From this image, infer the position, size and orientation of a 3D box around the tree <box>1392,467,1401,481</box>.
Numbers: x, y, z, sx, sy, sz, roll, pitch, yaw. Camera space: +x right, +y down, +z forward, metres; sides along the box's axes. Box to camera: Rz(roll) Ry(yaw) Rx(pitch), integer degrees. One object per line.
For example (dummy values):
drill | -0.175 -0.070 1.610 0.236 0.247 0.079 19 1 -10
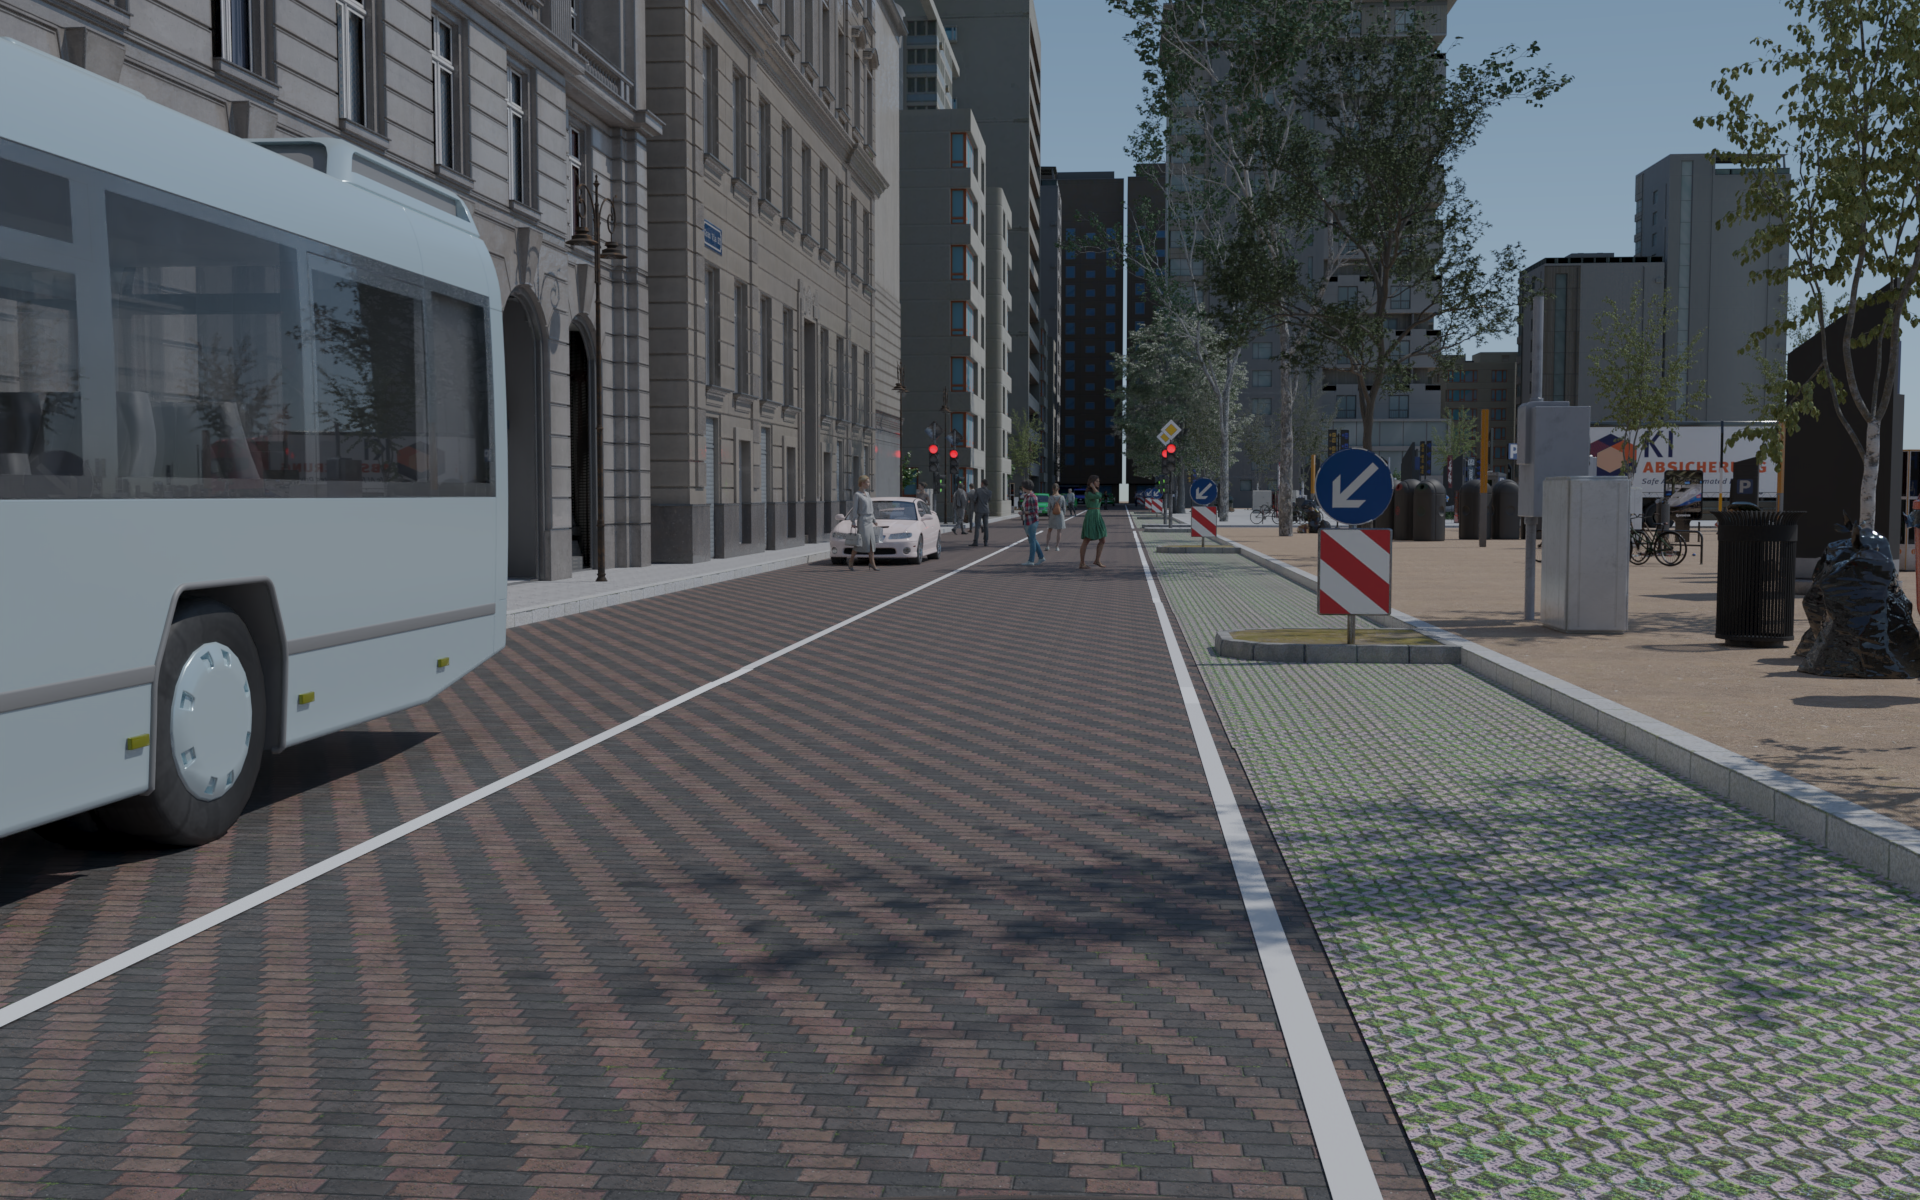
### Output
tree | 31.628 -8.003 125.457 1.663 3.219 1.824 0 3 0

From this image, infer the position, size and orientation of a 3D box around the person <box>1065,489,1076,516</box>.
person | 7.064 -6.258 111.310 0.782 1.767 0.515 2 4 35

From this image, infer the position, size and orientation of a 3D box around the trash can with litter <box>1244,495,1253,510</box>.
trash can with litter | 23.099 -7.741 137.623 1.678 1.210 2.233 2 4 35

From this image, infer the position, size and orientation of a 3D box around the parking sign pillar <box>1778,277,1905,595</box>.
parking sign pillar | 11.312 -2.062 22.180 1.447 3.967 1.447 -3 5 -43

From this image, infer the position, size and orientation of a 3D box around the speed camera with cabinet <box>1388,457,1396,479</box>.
speed camera with cabinet | 23.722 -6.030 92.919 2.038 3.252 0.660 1 4 23

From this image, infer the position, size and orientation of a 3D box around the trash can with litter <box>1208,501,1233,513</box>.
trash can with litter | 17.427 -6.530 117.829 2.233 1.210 1.678 1 4 8

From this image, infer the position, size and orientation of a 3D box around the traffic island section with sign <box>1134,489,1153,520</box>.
traffic island section with sign | 10.991 -5.448 97.699 1.989 1.847 2.006 0 4 5

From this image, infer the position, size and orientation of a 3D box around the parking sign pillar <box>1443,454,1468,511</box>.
parking sign pillar | 33.005 -7.791 115.854 1.447 3.967 1.447 2 4 29

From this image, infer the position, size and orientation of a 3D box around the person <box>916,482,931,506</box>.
person | -1.184 -2.562 50.730 0.599 1.781 0.374 2 4 29

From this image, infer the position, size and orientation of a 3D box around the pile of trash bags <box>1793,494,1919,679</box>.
pile of trash bags | 6.883 -0.146 12.140 1.912 1.369 3.447 2 4 27

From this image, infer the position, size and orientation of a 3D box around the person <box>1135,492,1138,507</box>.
person | 19.019 -10.892 187.521 0.436 1.711 0.756 1 4 13

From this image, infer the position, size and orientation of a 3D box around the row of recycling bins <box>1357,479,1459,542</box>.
row of recycling bins | 12.280 -2.523 48.368 1.069 1.692 3.534 -1 4 -22

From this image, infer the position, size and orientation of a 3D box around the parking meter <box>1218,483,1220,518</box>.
parking meter | 14.317 -5.443 94.699 0.399 1.863 0.255 -1 4 -9

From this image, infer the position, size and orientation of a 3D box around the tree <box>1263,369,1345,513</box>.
tree | 20.551 -9.311 102.596 4.360 8.622 3.978 0 3 0

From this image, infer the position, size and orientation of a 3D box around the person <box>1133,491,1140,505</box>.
person | 21.612 -12.418 211.665 1.348 1.807 0.705 -3 4 -38

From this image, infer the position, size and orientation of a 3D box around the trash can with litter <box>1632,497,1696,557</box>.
trash can with litter | 14.425 -1.530 36.067 1.678 1.210 2.233 2 4 35

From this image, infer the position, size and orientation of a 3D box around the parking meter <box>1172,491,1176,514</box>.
parking meter | 13.838 -6.357 112.353 0.372 1.533 0.369 0 3 0

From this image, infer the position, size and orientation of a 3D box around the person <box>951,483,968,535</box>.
person | 0.015 -3.216 61.176 0.850 1.850 0.679 -3 5 -40

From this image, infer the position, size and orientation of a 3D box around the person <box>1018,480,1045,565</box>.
person | 1.452 -1.558 34.814 0.643 1.720 0.563 -1 4 -11

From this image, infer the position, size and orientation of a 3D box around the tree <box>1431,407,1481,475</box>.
tree | 40.670 -11.729 142.138 4.737 8.622 4.395 0 3 0

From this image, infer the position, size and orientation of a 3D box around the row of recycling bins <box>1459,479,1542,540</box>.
row of recycling bins | 15.897 -2.566 49.064 3.534 1.692 1.069 -1 4 -9

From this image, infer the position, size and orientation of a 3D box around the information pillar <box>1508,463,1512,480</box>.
information pillar | 41.811 -8.585 131.717 0.183 3.616 0.504 -1 4 -16

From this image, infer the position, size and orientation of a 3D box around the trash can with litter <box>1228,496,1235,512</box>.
trash can with litter | 19.467 -6.910 124.369 0.624 1.170 1.055 -1 4 -14

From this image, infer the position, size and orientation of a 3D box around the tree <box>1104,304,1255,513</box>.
tree | 14.558 -12.724 114.691 9.857 13.997 8.962 0 3 0

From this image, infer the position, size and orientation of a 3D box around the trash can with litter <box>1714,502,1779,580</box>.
trash can with litter | 11.655 -0.866 25.546 1.055 1.170 0.624 -3 5 -40

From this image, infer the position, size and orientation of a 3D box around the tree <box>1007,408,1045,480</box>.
tree | 5.343 -11.991 146.409 4.737 8.622 4.395 0 3 0

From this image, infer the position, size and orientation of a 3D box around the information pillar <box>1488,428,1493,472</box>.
information pillar | 18.890 -4.312 61.859 0.183 3.616 0.504 0 4 -5

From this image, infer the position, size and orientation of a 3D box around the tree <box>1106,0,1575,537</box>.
tree | 10.628 -11.912 50.643 12.611 20.169 13.585 0 3 0

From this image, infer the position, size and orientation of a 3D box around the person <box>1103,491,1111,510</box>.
person | 13.221 -8.994 156.377 0.721 1.723 1.217 3 5 40

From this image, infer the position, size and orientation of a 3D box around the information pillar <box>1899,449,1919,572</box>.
information pillar | 15.640 -1.472 28.560 0.304 2.012 0.304 -1 4 -12

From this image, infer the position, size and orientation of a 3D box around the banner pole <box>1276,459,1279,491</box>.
banner pole | 22.981 -8.266 125.159 0.401 3.779 0.863 2 4 28

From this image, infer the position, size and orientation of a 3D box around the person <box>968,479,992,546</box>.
person | 0.548 -2.401 47.566 0.655 1.846 0.447 -2 4 -26

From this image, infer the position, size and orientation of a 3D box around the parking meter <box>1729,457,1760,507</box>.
parking meter | 12.102 -1.287 26.747 0.399 1.863 0.255 2 4 28

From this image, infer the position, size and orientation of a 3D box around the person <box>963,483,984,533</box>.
person | 0.506 -3.404 64.112 0.622 1.834 0.822 -2 4 -31

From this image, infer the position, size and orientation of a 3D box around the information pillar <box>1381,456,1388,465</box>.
information pillar | 26.055 -7.031 106.317 0.504 3.616 0.183 1 4 20

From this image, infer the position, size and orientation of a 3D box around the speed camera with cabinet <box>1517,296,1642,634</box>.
speed camera with cabinet | 5.922 -1.371 16.754 0.660 3.252 2.038 0 4 5

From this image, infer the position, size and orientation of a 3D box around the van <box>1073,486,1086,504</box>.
van | 13.835 -11.815 197.563 2.240 2.365 5.245 0 4 6

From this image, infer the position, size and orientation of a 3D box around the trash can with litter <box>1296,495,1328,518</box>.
trash can with litter | 18.907 -5.085 94.195 2.233 1.210 1.678 1 4 13

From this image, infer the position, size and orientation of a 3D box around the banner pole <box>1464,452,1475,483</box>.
banner pole | 30.315 -6.928 103.288 0.863 3.779 0.401 -1 4 -9

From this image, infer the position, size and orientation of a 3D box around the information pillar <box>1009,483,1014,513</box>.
information pillar | 3.514 -6.911 117.483 0.304 2.012 0.304 -1 4 -10

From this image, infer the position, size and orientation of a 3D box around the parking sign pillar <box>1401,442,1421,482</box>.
parking sign pillar | 23.496 -6.232 90.358 1.447 3.967 1.447 -1 4 -10

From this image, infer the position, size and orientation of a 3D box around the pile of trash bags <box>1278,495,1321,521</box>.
pile of trash bags | 16.688 -4.398 81.663 3.447 1.369 1.912 1 4 19

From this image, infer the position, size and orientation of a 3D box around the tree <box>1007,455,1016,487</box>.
tree | 2.037 -8.040 115.163 4.285 4.588 4.351 0 3 0

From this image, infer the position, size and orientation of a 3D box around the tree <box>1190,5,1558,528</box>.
tree | 7.842 -6.101 34.165 7.601 10.594 8.767 -2 4 -29

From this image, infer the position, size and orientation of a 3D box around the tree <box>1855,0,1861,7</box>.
tree | 5.669 -3.505 7.670 4.360 8.622 3.978 0 3 0

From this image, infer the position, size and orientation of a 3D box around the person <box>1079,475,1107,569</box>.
person | 2.553 -1.503 33.315 0.529 1.795 0.600 1 4 21

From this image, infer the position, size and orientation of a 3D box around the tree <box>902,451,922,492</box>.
tree | -2.564 -4.453 67.413 1.663 3.219 1.824 0 3 0

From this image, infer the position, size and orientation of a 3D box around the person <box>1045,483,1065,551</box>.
person | 2.421 -2.097 43.788 0.512 1.701 0.522 0 4 -7

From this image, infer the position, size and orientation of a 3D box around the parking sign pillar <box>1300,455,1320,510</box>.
parking sign pillar | 23.869 -7.935 118.216 1.447 3.967 1.447 0 3 0

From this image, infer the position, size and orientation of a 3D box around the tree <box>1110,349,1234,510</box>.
tree | 17.534 -14.204 142.599 12.009 13.543 11.850 0 3 0

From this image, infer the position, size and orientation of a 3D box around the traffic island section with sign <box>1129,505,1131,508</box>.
traffic island section with sign | 18.209 -10.172 174.946 1.989 1.847 2.006 0 4 5

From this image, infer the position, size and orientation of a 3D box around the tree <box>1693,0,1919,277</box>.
tree | 9.488 -4.124 17.794 4.737 8.622 4.395 0 3 0

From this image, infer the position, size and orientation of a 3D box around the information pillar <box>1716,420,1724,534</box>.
information pillar | 24.122 -3.887 54.903 0.183 3.616 0.504 1 4 22

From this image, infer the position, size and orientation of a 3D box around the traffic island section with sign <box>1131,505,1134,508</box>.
traffic island section with sign | 13.533 -7.109 124.861 1.989 1.847 2.006 0 4 5

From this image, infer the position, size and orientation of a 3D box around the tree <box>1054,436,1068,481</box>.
tree | 10.870 -15.800 208.696 4.360 8.622 3.978 0 3 0

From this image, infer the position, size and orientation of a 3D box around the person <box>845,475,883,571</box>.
person | -1.811 -1.442 32.429 0.624 1.780 0.694 3 5 44

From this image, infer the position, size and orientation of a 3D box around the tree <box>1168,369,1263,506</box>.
tree | 14.764 -9.293 102.302 4.360 8.622 3.978 0 3 0
